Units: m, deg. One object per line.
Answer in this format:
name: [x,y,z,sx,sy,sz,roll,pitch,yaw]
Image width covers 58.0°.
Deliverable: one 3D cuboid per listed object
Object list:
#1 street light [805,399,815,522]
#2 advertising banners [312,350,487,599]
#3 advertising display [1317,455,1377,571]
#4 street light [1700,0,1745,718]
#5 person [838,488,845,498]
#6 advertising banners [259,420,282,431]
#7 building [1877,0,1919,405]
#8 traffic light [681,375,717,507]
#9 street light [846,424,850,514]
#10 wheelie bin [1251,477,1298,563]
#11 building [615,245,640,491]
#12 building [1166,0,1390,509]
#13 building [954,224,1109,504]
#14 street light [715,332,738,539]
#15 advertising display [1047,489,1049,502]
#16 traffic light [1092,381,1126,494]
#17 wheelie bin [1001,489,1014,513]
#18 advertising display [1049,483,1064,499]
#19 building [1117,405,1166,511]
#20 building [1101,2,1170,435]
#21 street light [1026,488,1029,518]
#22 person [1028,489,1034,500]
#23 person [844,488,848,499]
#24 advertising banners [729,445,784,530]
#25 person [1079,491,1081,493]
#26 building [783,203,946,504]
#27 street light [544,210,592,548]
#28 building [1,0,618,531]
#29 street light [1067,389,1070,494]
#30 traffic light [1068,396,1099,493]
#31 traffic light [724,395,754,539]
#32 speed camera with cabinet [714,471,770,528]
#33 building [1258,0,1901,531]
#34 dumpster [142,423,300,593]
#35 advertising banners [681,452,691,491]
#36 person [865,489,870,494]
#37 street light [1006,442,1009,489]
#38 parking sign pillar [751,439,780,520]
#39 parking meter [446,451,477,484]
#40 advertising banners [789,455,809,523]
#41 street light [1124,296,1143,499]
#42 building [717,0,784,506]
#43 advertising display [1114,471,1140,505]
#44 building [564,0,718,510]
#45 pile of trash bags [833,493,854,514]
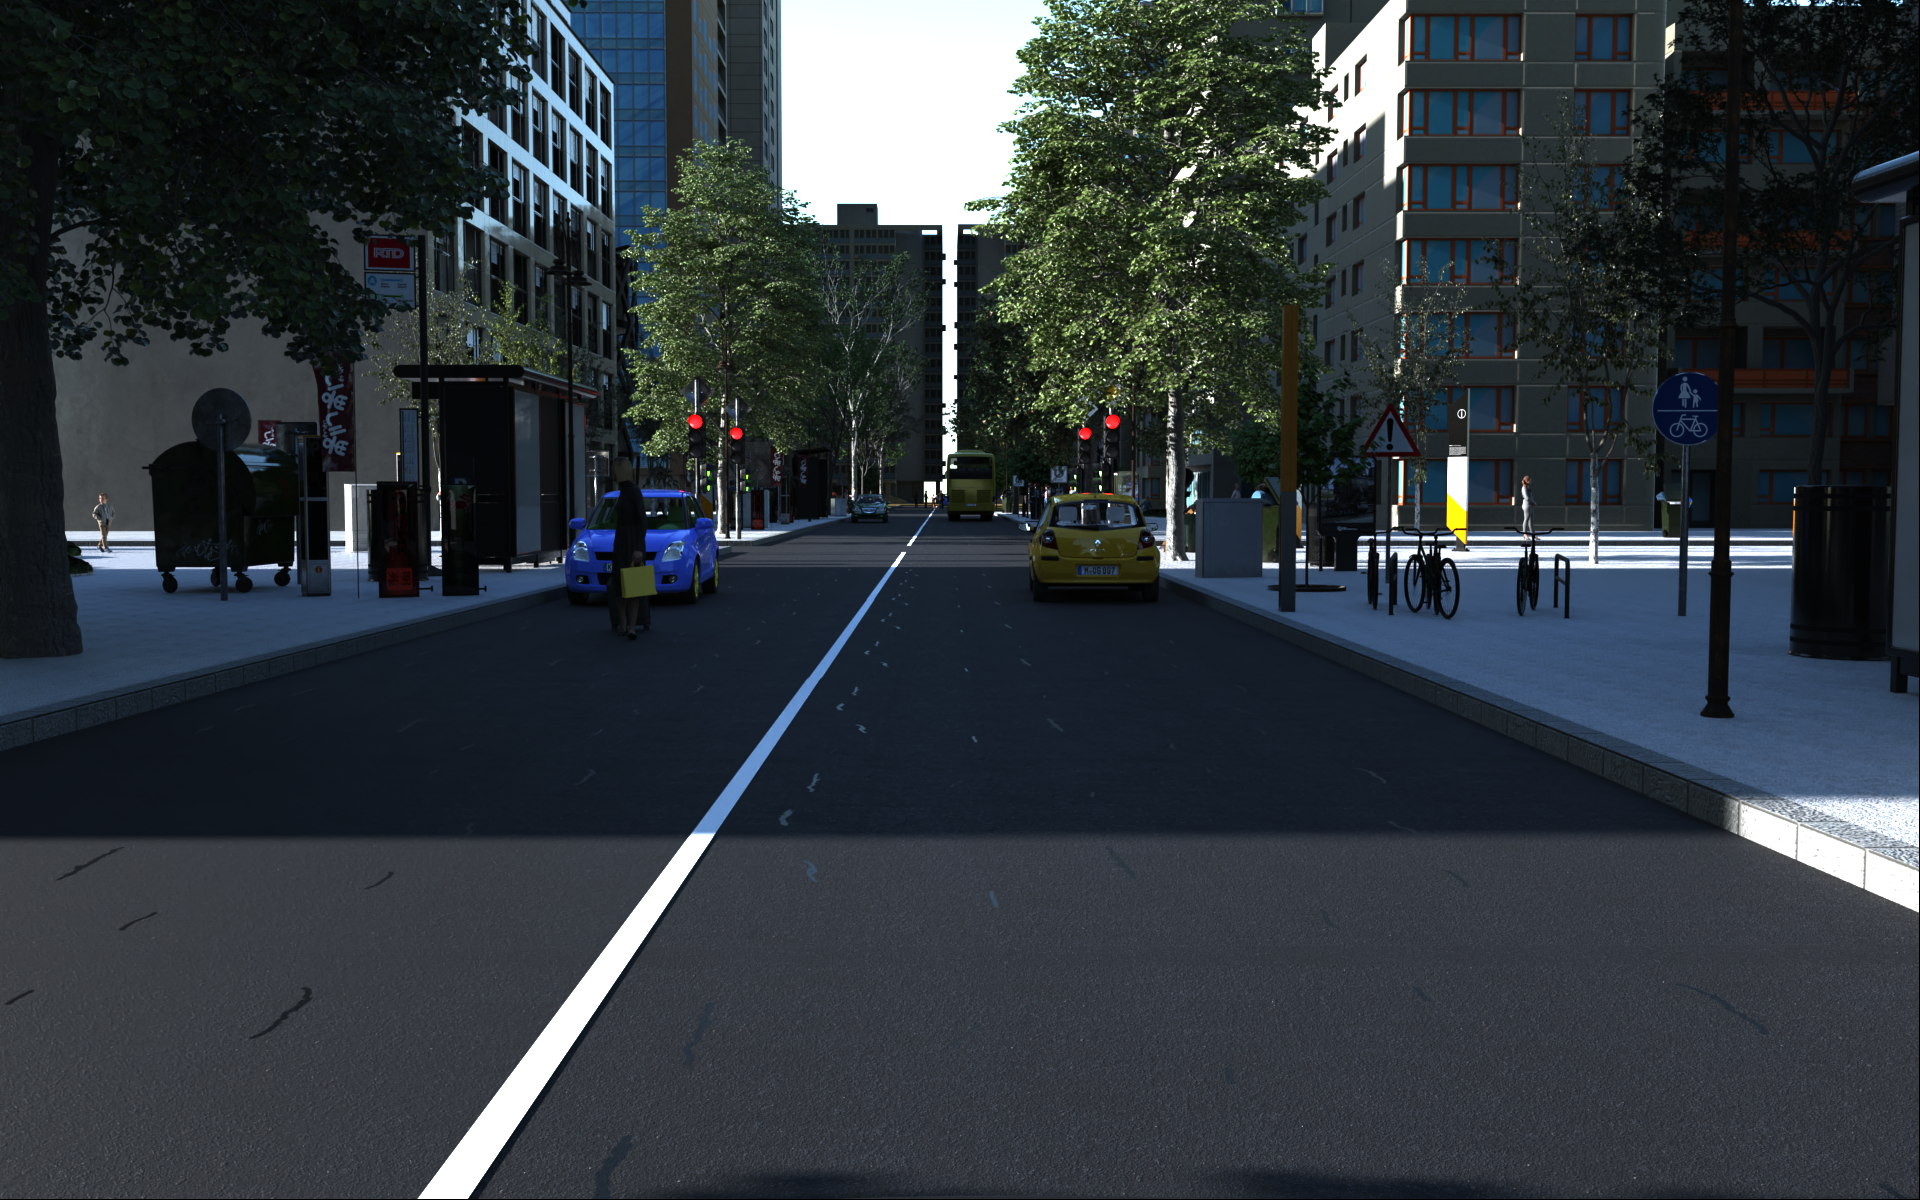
street light: [-7.007,-6.592,80.568,0.468,5.910,1.993,0,4,0]
advertising banners: [-6.934,-1.543,21.421,2.074,3.025,0.090,-2,4,-29]
advertising display: [6.428,-1.443,28.810,0.974,1.923,0.123,0,4,-4]
street light: [4.372,-2.265,9.820,0.468,5.910,1.993,0,4,0]
person: [-10.336,-9.164,155.808,1.348,1.831,0.705,-1,4,-9]
advertising banners: [-16.997,-2.720,40.661,2.074,3.025,0.090,-2,4,-28]
building: [22.766,-13.722,17.864,14.314,27.812,24.014,0,4,0]
traffic light: [-6.191,-3.186,41.009,0.839,4.253,0.868,0,4,0]
street light: [-7.192,-8.482,111.460,0.468,5.910,1.993,0,4,0]
wheelie bin: [5.884,-1.507,32.553,0.693,1.594,0.980,3,5,42]
building: [-27.661,-14.330,101.752,16.820,18.784,16.811,0,4,0]
building: [24.896,-29.575,107.248,21.300,48.544,21.600,0,4,0]
building: [11.183,-33.156,233.983,23.993,40.220,32.217,0,4,0]
street light: [-6.682,-4.701,49.647,0.468,5.910,1.993,0,4,0]
advertising display: [6.434,-6.951,118.866,0.974,1.923,0.123,0,4,-3]
traffic light: [3.569,-3.192,41.106,0.839,4.253,0.868,0,4,0]
wheelie bin: [3.273,-6.757,118.387,0.980,1.594,0.693,-3,4,-39]
advertising display: [4.930,-4.879,84.993,0.974,1.923,0.123,2,4,31]
building: [27.794,-18.268,143.726,27.650,21.520,28.899,0,4,0]
building: [25.905,-33.864,173.281,23.786,49.044,30.456,0,4,0]
street light: [3.618,-7.331,92.641,0.468,5.910,1.993,0,4,0]
person: [7.889,-11.640,195.985,1.348,1.869,0.705,-2,4,-31]
person: [-9.085,-8.046,138.264,0.621,1.740,0.551,-3,5,-40]
advertising banners: [-7.287,-4.028,62.044,2.074,3.025,0.090,0,4,2]
person: [9.235,-7.645,131.771,1.217,1.736,0.721,1,4,22]
building: [-13.888,-33.180,234.369,23.993,40.220,32.217,0,4,0]
street light: [-6.420,-3.410,28.547,0.468,5.910,1.993,0,4,0]
building: [-27.952,-16.602,75.964,19.350,26.468,34.151,0,4,0]
street light: [3.872,-5.434,61.633,0.468,5.910,1.993,0,4,0]
traffic light: [3.503,-3.680,49.091,0.839,4.253,0.868,0,4,0]
traffic light: [-6.258,-3.674,48.993,0.839,4.253,0.868,0,4,0]
speed camera with cabinet: [-8.315,-4.382,65.986,2.038,3.252,0.660,0,4,1]
building: [29.370,-13.926,72.726,28.899,21.520,27.650,0,4,0]
dumpster: [-9.801,-1.265,23.173,1.502,2.255,1.985,0,4,-1]
advertising banners: [-10.535,-4.231,65.367,0.090,3.025,2.074,1,4,15]
person: [-7.824,-8.438,144.717,1.217,1.743,0.721,3,5,44]
street light: [3.356,-9.242,123.887,0.468,5.910,1.993,0,4,0]
parking sign pillar: [-9.609,-5.925,85.343,1.447,3.967,1.447,-2,4,-34]
parking meter: [-6.766,-1.091,23.552,0.399,1.863,0.255,-1,4,-14]
advertising banners: [-7.666,-4.943,76.998,2.074,3.025,0.090,1,4,14]
street light: [4.085,-4.154,40.711,0.468,5.910,1.993,0,4,0]
building: [-29.273,-45.206,177.374,20.611,71.187,20.563,0,4,0]
advertising display: [4.696,-2.664,48.769,0.974,1.923,0.123,-3,5,-45]
building: [-26.040,-29.407,130.923,14.600,45.320,14.200,0,4,0]
pile of trash bags: [-8.096,-6.426,114.820,1.912,1.369,3.447,-1,4,-18]
